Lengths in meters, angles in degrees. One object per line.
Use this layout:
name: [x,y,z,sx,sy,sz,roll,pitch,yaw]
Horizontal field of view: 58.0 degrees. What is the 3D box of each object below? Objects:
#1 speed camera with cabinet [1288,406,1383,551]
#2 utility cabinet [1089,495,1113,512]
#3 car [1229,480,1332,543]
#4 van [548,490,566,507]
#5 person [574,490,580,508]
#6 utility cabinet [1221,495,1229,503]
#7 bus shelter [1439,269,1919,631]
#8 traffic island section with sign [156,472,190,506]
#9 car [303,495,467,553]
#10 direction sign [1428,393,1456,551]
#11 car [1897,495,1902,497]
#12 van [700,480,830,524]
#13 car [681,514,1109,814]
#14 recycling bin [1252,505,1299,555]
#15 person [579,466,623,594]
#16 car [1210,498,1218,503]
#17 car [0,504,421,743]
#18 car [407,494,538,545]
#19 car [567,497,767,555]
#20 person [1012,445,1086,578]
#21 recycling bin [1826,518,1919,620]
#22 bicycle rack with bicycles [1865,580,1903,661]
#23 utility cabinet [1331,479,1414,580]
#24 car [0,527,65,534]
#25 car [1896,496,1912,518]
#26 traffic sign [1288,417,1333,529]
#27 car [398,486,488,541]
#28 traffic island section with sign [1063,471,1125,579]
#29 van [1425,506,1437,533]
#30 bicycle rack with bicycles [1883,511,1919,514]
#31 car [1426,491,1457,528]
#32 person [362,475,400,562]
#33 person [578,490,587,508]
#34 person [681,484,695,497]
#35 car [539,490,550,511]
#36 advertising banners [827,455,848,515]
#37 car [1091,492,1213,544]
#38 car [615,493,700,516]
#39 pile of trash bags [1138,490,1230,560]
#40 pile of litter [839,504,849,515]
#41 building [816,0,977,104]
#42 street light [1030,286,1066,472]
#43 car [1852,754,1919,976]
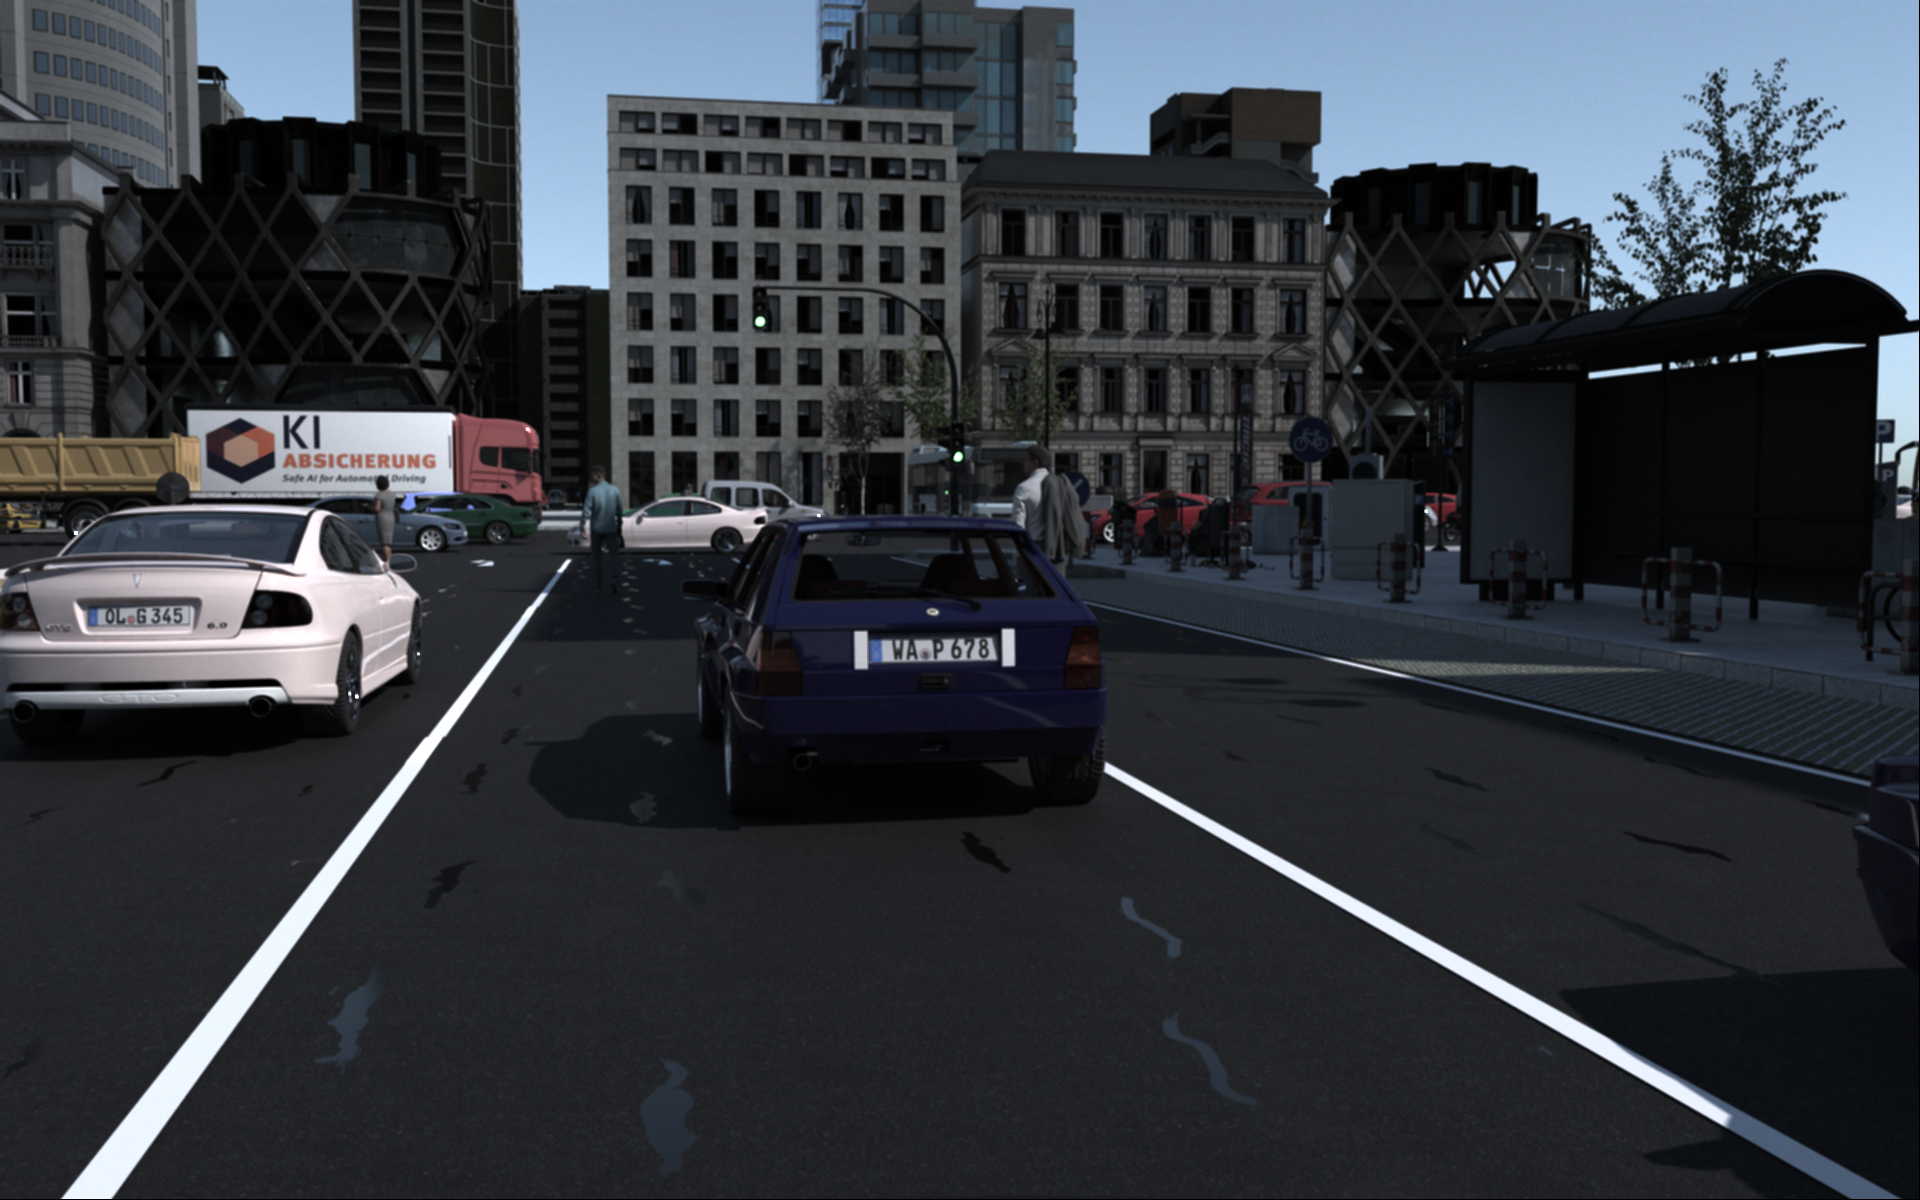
speed camera with cabinet: [8.509,-2.747,39.253,2.038,3.252,0.660,1,4,22]
utility cabinet: [6.257,-4.026,76.993,1.020,1.237,0.306,1,4,17]
car: [10.199,-2.483,49.269,5.304,1.827,2.281,-1,4,-12]
van: [-43.540,-10.988,186.667,2.013,2.044,4.112,-1,4,-12]
person: [-38.922,-10.242,175.833,0.599,1.838,0.709,-2,4,-24]
utility cabinet: [12.863,-4.456,84.021,0.306,1.237,1.020,1,4,14]
bus shelter: [7.274,-1.494,18.354,2.014,3.302,5.546,-1,4,-11]
traffic island section with sign: [-16.450,-1.697,35.876,2.006,1.907,1.989,-1,4,-11]
car: [-14.534,-1.889,42.885,4.499,1.417,2.014,-1,4,-9]
direction sign: [10.850,-2.879,39.076,0.379,3.537,0.876,-2,4,-23]
car: [38.229,-3.725,71.128,3.980,1.641,2.015,-1,4,-10]
van: [-5.913,-2.799,52.775,4.112,2.044,2.013,-1,4,-12]
car: [-0.475,0.206,9.212,1.945,1.354,3.894,-1,4,-11]
recycling bin: [6.733,-1.491,36.929,0.722,1.027,0.722,-3,4,-39]
person: [-5.182,-1.023,25.081,0.638,1.841,0.748,-1,4,-17]
car: [9.555,-3.453,68.823,4.827,1.381,2.083,-1,4,-11]
car: [-4.753,0.054,11.474,2.083,1.381,4.827,-1,4,-10]
car: [-14.523,-2.288,49.214,4.920,1.459,2.131,-1,4,-13]
car: [-7.030,-1.803,41.834,4.827,1.381,2.083,-1,4,-11]
person: [0.718,-0.334,14.067,0.679,1.850,0.850,-2,4,-28]
recycling bin: [9.534,-0.331,17.971,0.722,1.027,0.722,0,4,-6]
bicycle rack with bicycles: [8.209,0.021,13.042,2.852,0.926,2.925,-1,4,-23]
utility cabinet: [6.123,-1.042,25.714,1.173,1.500,0.318,3,5,39]
car: [-33.278,-3.116,63.307,4.827,1.381,2.083,-1,4,-9]
car: [34.107,-2.984,61.150,4.827,1.381,2.083,-1,4,-11]
traffic sign: [5.762,-1.741,28.573,0.768,2.556,0.104,-1,4,-9]
car: [-15.004,-2.565,51.531,3.694,1.707,1.945,-1,4,-13]
traffic island section with sign: [1.635,-1.306,29.975,1.989,1.847,2.006,-1,4,-11]
van: [15.421,-3.456,63.511,4.112,2.044,2.013,-1,4,-12]
bicycle rack with bicycles: [19.284,-1.389,36.085,2.852,0.926,2.925,3,4,37]
car: [19.634,-4.007,74.554,4.494,1.783,2.155,-1,4,-9]
person: [-10.693,-1.422,32.107,0.532,1.782,0.716,1,4,19]
person: [-37.654,-10.102,173.294,1.348,1.869,0.705,1,4,20]
person: [-8.696,-2.831,55.449,0.551,1.740,0.621,1,4,12]
car: [-34.810,-8.152,141.953,2.281,1.827,5.304,-1,4,-12]
advertising banners: [-5.506,-4.977,77.556,0.090,3.025,2.074,-2,4,-29]
car: [5.528,-2.548,50.702,4.494,1.783,2.155,-1,4,-9]
car: [-9.515,-3.012,58.041,4.718,1.807,1.959,-1,4,-10]
pile of trash bags: [4.520,-1.564,35.318,1.912,1.369,3.447,1,4,17]
pile of litter: [-4.767,-3.710,74.628,1.176,0.858,1.719,0,4,-4]
building: [-8.848,-57.571,253.954,31.000,86.520,22.319,-1,4,-11]
street light: [1.944,-4.028,38.652,0.468,5.910,1.993,-1,4,-11]
car: [3.517,0.585,3.012,1.945,1.354,3.894,-1,4,-12]
